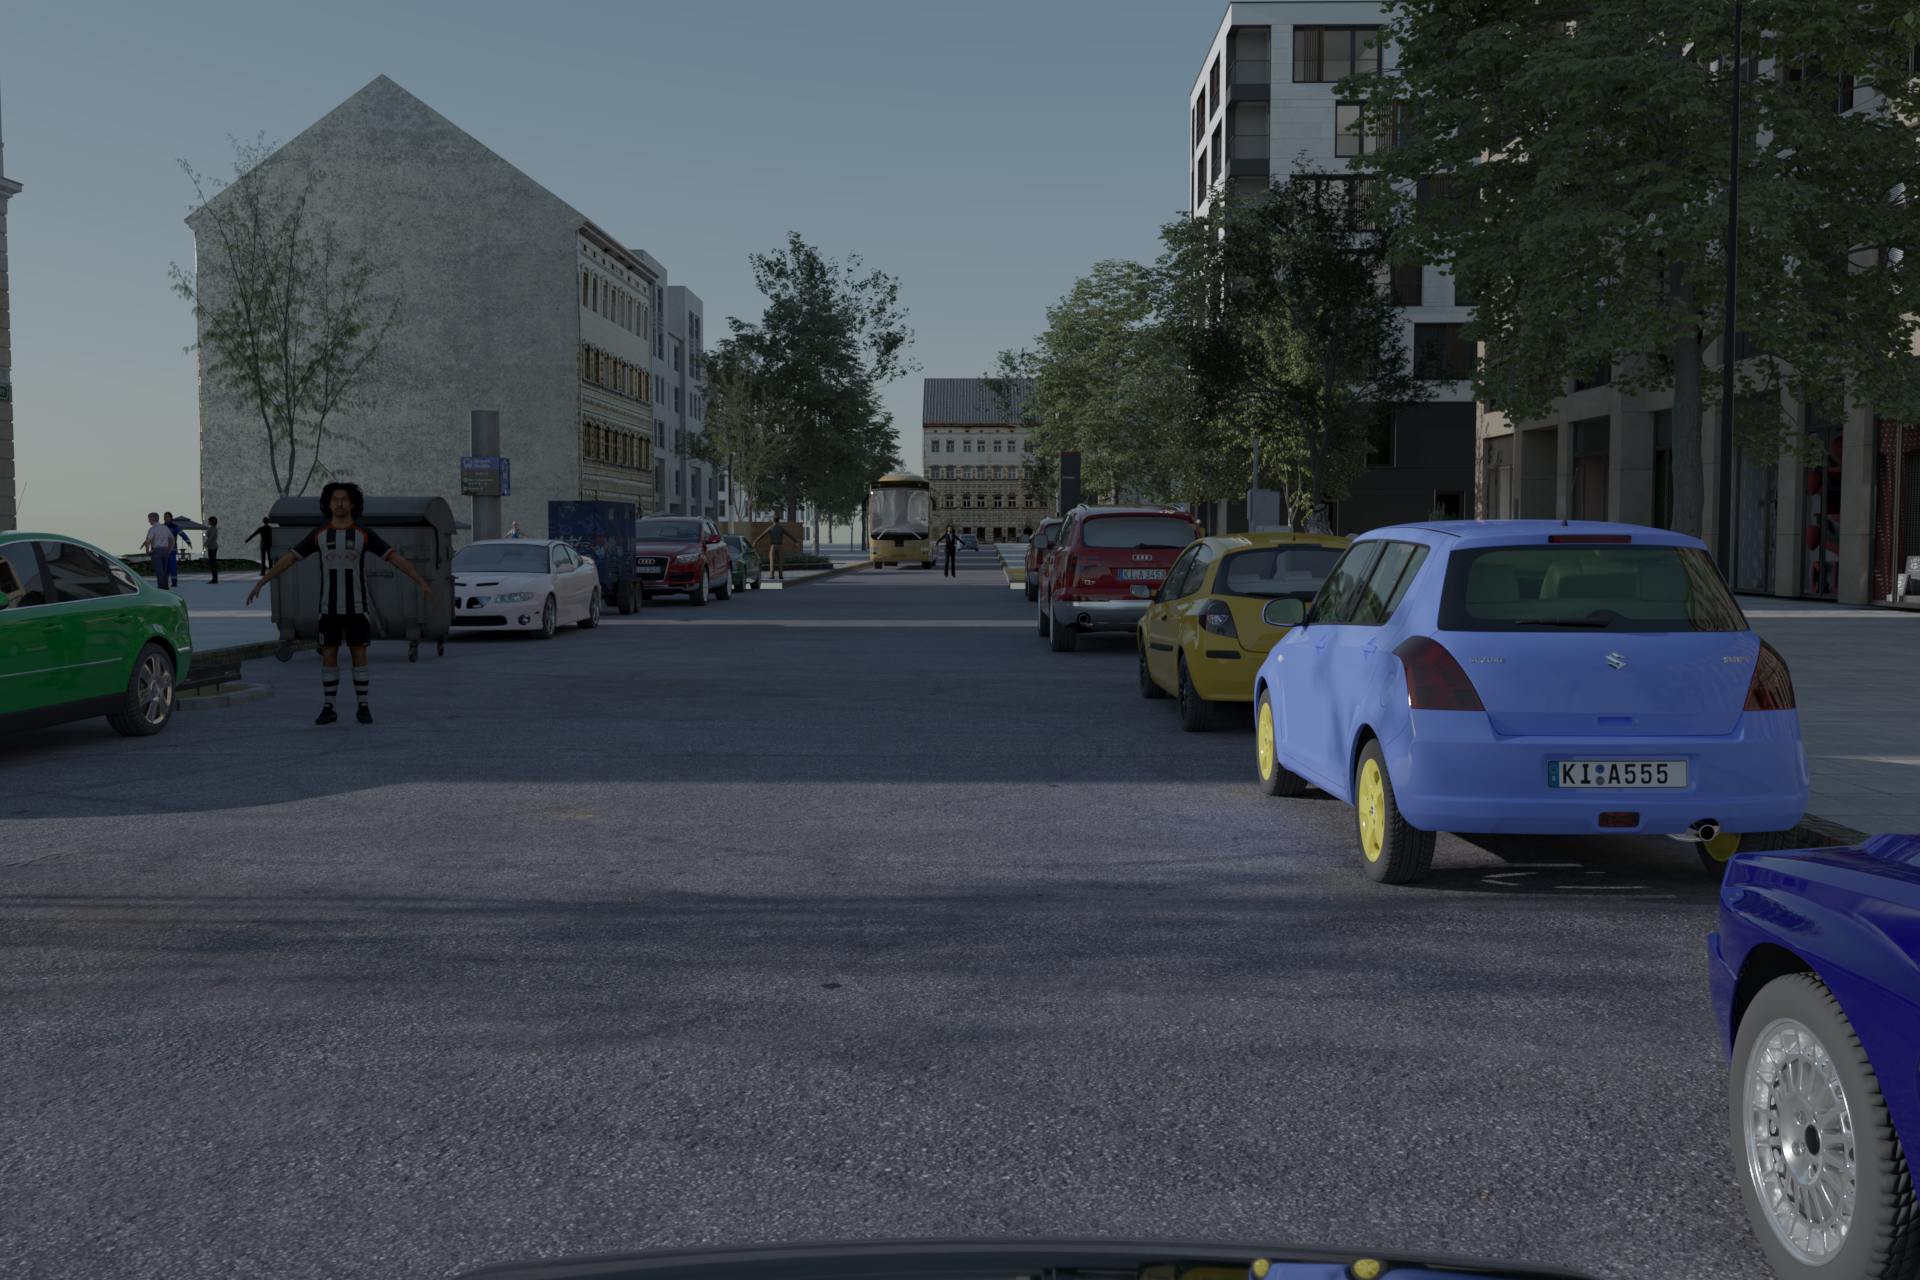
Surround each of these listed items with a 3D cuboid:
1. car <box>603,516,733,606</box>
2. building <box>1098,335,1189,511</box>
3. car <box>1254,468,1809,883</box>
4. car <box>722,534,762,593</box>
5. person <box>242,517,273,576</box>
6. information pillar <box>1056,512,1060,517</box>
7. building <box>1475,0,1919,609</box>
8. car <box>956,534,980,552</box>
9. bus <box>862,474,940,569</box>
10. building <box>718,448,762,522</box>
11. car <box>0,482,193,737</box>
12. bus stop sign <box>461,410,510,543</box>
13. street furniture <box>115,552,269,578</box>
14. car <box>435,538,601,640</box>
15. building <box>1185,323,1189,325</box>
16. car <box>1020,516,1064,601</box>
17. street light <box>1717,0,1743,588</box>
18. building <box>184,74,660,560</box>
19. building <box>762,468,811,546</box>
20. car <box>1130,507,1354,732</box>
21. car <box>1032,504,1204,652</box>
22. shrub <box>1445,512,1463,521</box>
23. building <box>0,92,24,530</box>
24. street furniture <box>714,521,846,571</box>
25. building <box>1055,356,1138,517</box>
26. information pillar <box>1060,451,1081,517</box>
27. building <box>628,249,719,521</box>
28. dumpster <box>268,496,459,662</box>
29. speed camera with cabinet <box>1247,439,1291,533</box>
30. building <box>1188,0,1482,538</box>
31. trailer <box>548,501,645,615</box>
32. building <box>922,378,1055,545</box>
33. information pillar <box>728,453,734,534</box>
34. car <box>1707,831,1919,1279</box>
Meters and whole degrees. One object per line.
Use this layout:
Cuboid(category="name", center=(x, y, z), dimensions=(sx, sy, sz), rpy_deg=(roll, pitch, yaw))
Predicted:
Cuboid(category="car", center=(-6.034, -1.682, 36.166), dimensions=(2.281, 1.827, 5.304), rpy_deg=(0, 4, 1))
Cuboid(category="building", center=(24.463, -21.431, 181.322), dimensions=(19.493, 23.208, 18.063), rpy_deg=(0, 4, 1))
Cuboid(category="car", center=(2.507, 0.073, 8.404), dimensions=(1.945, 1.707, 3.694), rpy_deg=(0, 4, -1))
Cuboid(category="car", center=(-6.160, -1.967, 43.966), dimensions=(2.131, 1.459, 4.920), rpy_deg=(0, 4, 1))
Cuboid(category="person", center=(-21.217, -2.861, 52.968), dimensions=(1.347, 1.806, 0.705), rpy_deg=(-2, 4, -32))
Cuboid(category="information pillar", center=(3.313, -3.226, 57.239), dimensions=(0.304, 2.012, 0.304), rpy_deg=(0, 4, 2))
Cuboid(category="building", center=(24.822, -14.126, 34.165), dimensions=(19.351, 26.588, 34.151), rpy_deg=(0, 4, 1))
Cuboid(category="car", center=(0.656, -7.990, 142.638), dimensions=(2.014, 1.417, 4.499), rpy_deg=(0, 4, 0))
Cuboid(category="bus", center=(-2.298, -5.067, 74.394), dimensions=(2.896, 3.916, 12.252), rpy_deg=(0, 4, 1))
Cuboid(category="building", center=(-23.420, -13.727, 166.591), dimensions=(9.099, 9.664, 28.070), rpy_deg=(0, 4, 1))
Cuboid(category="car", center=(-6.626, -0.133, 10.966), dimensions=(1.959, 1.807, 4.718), rpy_deg=(0, 4, 1))
Cuboid(category="bus stop sign", center=(-10.171, -2.946, 37.180), dimensions=(0.837, 3.901, 0.837), rpy_deg=(0, 3, 0))
Cuboid(category="street furniture", center=(-26.135, -2.443, 55.570), dimensions=(5.734, 0.657, 10.072), rpy_deg=(0, 4, 2))
Cuboid(category="car", center=(-6.471, -0.775, 25.035), dimensions=(2.083, 1.381, 4.827), rpy_deg=(0, 4, 1))
Cuboid(category="building", center=(25.802, -17.418, 115.720), dimensions=(19.493, 23.208, 18.063), rpy_deg=(0, 4, 1))
Cuboid(category="car", center=(2.479, -1.816, 38.361), dimensions=(2.281, 1.827, 5.304), rpy_deg=(0, 4, 1))
Cuboid(category="street light", center=(6.713, -2.527, 13.864), dimensions=(1.470, 5.913, 1.316), rpy_deg=(0, 4, 1))
Cuboid(category="building", center=(-27.370, -15.987, 92.309), dimensions=(19.493, 23.208, 18.063), rpy_deg=(0, 4, 1))
Cuboid(category="building", center=(-21.482, -15.637, 197.815), dimensions=(9.099, 9.664, 28.070), rpy_deg=(0, 3, 0))
Cuboid(category="car", center=(2.440, -0.230, 13.977), dimensions=(2.015, 1.641, 3.980), rpy_deg=(0, 4, 0))
Cuboid(category="car", center=(2.106, -0.851, 22.593), dimensions=(2.281, 1.827, 5.304), rpy_deg=(0, 3, 0))
Cuboid(category="shrub", center=(17.441, -3.500, 61.265), dimensions=(1.661, 2.075, 1.752), rpy_deg=(0, 3, 0))
Cuboid(category="building", center=(-32.634, -15.415, 37.941), dimensions=(13.634, 28.700, 20.117), rpy_deg=(0, 4, 2))
Cuboid(category="street furniture", center=(-9.039, -3.336, 61.392), dimensions=(11.010, 1.723, 9.812), rpy_deg=(2, 4, 32))
Cuboid(category="building", center=(25.627, -22.708, 215.243), dimensions=(27.936, 21.610, 32.646), rpy_deg=(0, 4, 1))
Cuboid(category="information pillar", center=(3.463, -3.986, 54.542), dimensions=(0.750, 3.857, 0.750), rpy_deg=(0, 4, 1))
Cuboid(category="building", center=(-27.910, -15.728, 123.617), dimensions=(16.747, 18.905, 31.486), rpy_deg=(0, 4, 0))
Cuboid(category="dumpster", center=(-6.805, -0.708, 19.786), dimensions=(1.865, 1.857, 1.264), rpy_deg=(0, 4, 1))
Cuboid(category="speed camera with cabinet", center=(6.302, -2.503, 35.258), dimensions=(0.660, 3.252, 2.038), rpy_deg=(0, 4, 1))
Cuboid(category="building", center=(24.664, -14.610, 82.856), dimensions=(27.936, 21.610, 32.646), rpy_deg=(0, 4, 1))
Cuboid(category="trailer", center=(-6.534, -1.422, 30.302), dimensions=(1.471, 1.999, 3.904), rpy_deg=(0, 4, 1))
Cuboid(category="building", center=(4.058, -25.015, 242.383), dimensions=(18.063, 23.208, 19.493), rpy_deg=(0, 4, 1))
Cuboid(category="information pillar", center=(-6.626, -3.597, 50.158), dimensions=(0.183, 3.616, 0.504), rpy_deg=(0, 4, 1))
Cuboid(category="car", center=(2.394, 0.646, 2.025), dimensions=(1.945, 1.354, 3.894), rpy_deg=(0, 4, 0))
